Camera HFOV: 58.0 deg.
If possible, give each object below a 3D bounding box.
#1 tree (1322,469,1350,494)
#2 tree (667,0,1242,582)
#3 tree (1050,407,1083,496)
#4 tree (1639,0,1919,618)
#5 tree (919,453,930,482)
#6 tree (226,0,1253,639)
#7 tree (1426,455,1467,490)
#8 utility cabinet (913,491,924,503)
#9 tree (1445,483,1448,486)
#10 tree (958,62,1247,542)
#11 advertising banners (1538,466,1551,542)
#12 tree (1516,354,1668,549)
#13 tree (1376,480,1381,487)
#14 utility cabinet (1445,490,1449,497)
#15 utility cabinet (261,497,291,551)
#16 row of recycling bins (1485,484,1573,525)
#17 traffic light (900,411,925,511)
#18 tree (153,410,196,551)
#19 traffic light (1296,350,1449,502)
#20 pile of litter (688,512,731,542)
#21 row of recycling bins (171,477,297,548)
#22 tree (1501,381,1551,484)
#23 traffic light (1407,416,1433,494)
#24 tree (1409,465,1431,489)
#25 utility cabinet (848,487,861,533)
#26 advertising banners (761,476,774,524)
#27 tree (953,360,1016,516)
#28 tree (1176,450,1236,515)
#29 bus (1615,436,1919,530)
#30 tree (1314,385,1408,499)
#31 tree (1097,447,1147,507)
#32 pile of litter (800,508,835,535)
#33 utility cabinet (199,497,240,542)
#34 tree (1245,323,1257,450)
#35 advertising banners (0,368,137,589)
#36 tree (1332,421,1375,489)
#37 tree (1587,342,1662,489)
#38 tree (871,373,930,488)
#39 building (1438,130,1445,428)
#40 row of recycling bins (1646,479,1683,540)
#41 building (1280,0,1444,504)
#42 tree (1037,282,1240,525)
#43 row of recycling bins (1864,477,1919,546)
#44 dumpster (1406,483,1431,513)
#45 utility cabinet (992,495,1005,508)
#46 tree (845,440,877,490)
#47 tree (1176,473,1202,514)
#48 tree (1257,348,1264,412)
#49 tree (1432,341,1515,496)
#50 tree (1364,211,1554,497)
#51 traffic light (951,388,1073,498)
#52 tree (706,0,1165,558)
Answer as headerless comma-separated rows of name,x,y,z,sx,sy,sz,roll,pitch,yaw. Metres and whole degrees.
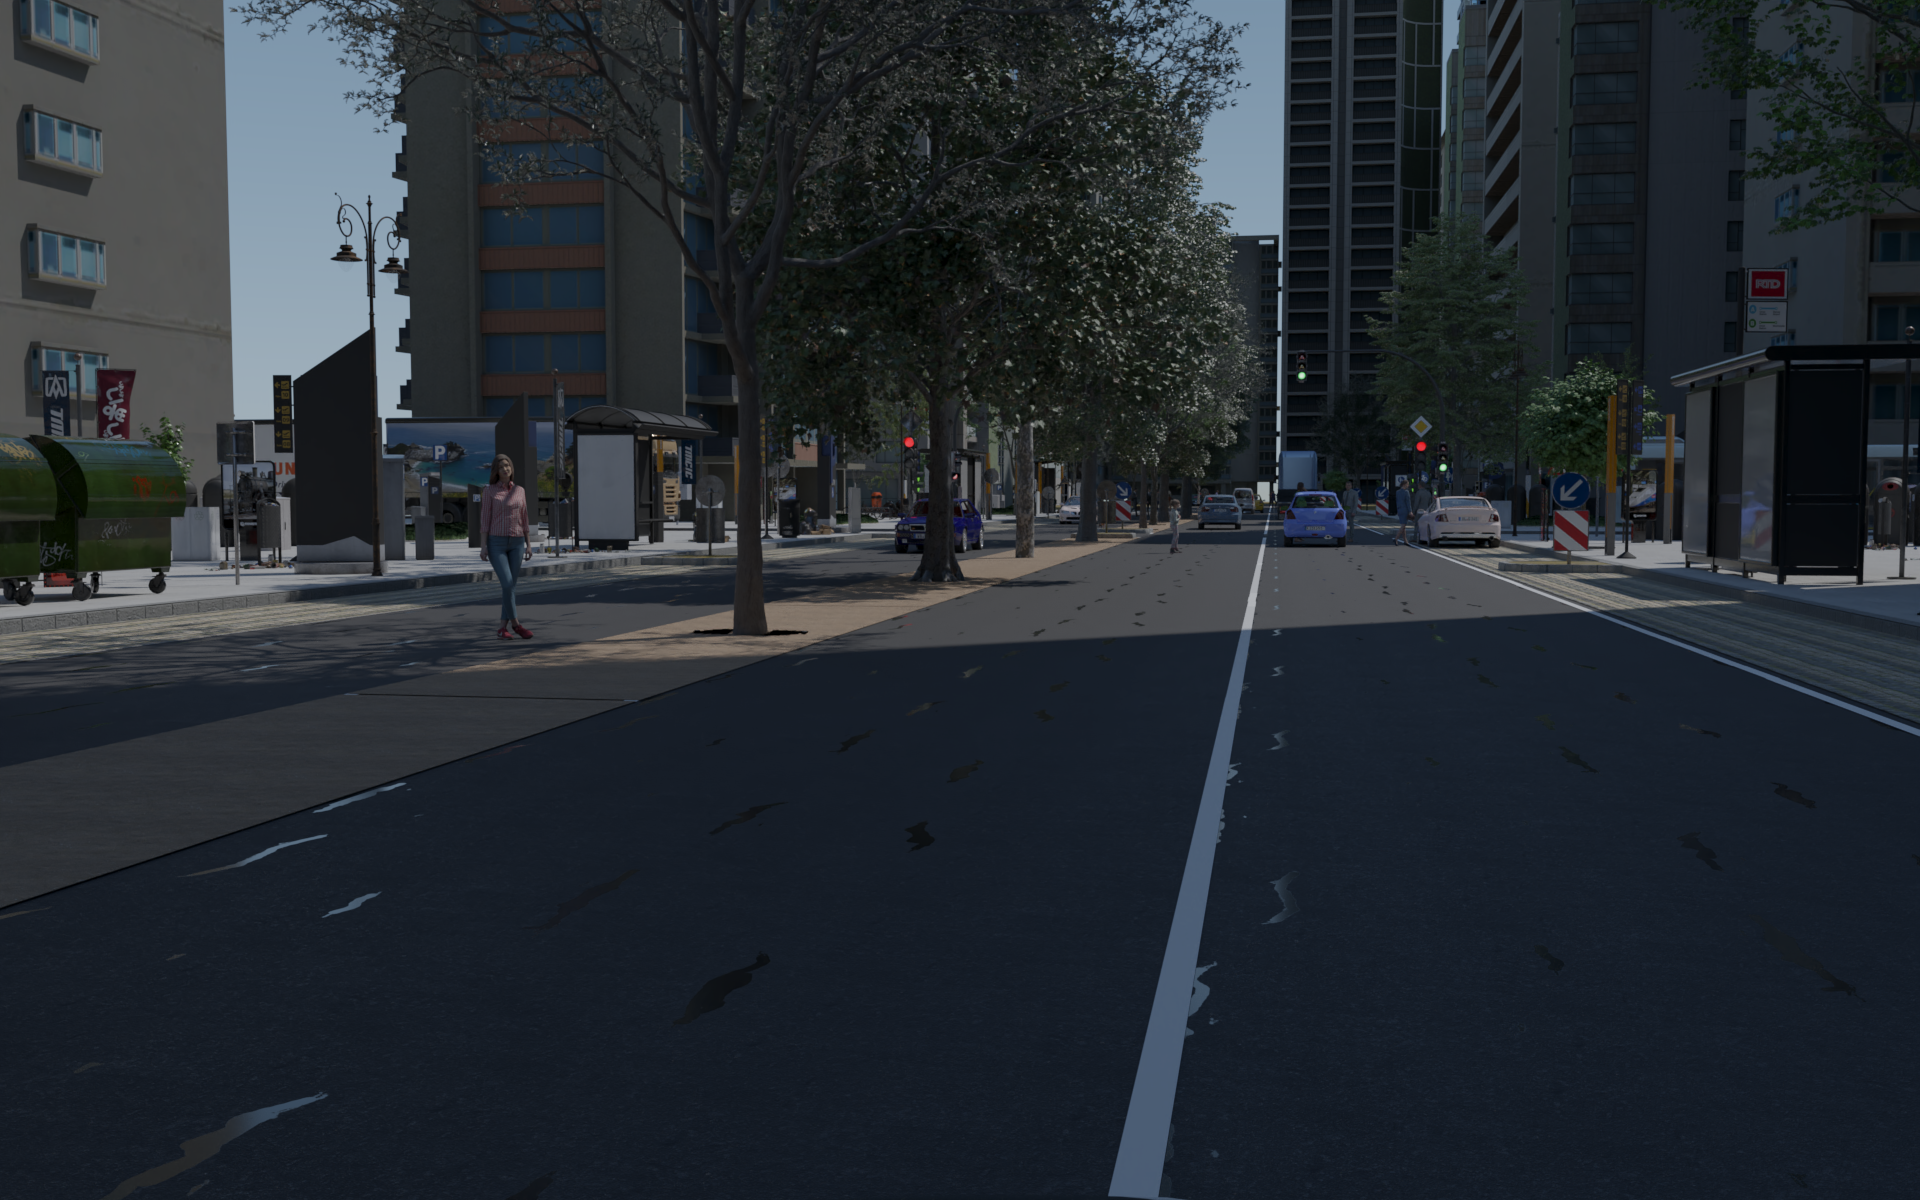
tree,44.465,-13.553,205.300,4.285,4.588,4.351,0,3,0
tree,-0.316,-6.650,28.189,9.611,12.733,9.660,0,3,0
tree,8.251,-10.910,128.736,4.360,8.622,3.978,0,3,0
tree,10.709,-5.611,17.489,9.928,11.665,9.643,0,3,0
tree,-1.469,-7.893,112.765,4.285,4.588,4.351,0,3,0
tree,-2.130,-6.375,17.061,12.009,13.543,11.850,0,3,0
tree,34.149,-8.512,122.892,4.285,4.588,4.351,0,3,0
utility cabinet,-2.590,-6.540,115.606,1.173,1.500,0.318,2,4,29
tree,32.287,-7.521,117.562,1.663,3.219,1.824,0,3,0
tree,3.823,-8.725,51.769,9.857,13.997,8.962,0,3,0
advertising banners,15.968,-3.130,47.371,0.090,3.025,2.074,1,4,11
tree,14.874,-3.501,40.949,4.285,4.588,4.351,0,3,0
tree,31.885,-8.263,129.698,1.663,3.219,1.824,0,3,0
utility cabinet,26.622,-5.269,94.830,0.318,1.500,1.173,-1,4,-20
utility cabinet,-15.579,-1.729,39.438,0.306,1.237,1.020,0,4,1
row of recycling bins,23.641,-3.970,72.023,3.534,1.692,1.069,2,4,27
traffic light,-1.598,-4.175,57.179,0.839,4.253,0.868,1,4,10
tree,-18.003,-2.745,39.489,1.663,3.219,1.824,0,3,0
traffic light,12.972,-4.878,54.425,4.771,5.953,1.251,1,4,10
pile of litter,-6.748,-1.994,46.568,1.176,0.858,1.719,0,4,-4
row of recycling bins,-17.533,-2.149,42.255,3.534,1.692,1.069,-1,4,-21
tree,36.733,-9.801,110.603,4.737,8.622,4.395,0,3,0
traffic light,16.469,-4.473,62.052,0.839,4.253,0.868,1,4,10
tree,26.658,-6.433,99.784,1.663,3.219,1.824,0,3,0
utility cabinet,-3.451,-2.946,56.841,0.318,1.500,1.173,-1,4,-10
advertising banners,-8.302,-4.755,73.936,0.090,3.025,2.074,1,4,12
tree,3.288,-10.815,102.581,9.928,11.665,9.643,0,3,0
tree,15.656,-12.110,118.587,7.486,12.596,7.792,0,3,0
bus,28.010,-3.690,55.186,13.247,3.499,2.948,1,4,11
tree,34.203,-13.040,147.615,8.767,10.594,7.601,1,4,21
tree,21.173,-16.232,199.800,7.601,10.594,8.767,3,5,42
pile of litter,-4.479,-2.495,54.761,1.176,0.858,1.719,2,4,35
utility cabinet,-19.679,-2.139,46.128,1.020,1.237,0.306,0,4,2
tree,10.501,-11.015,89.202,9.857,13.997,8.962,0,3,0
advertising banners,-12.396,-1.688,23.787,2.074,3.025,0.090,-3,4,-36
tree,35.989,-12.688,157.814,4.360,8.622,3.978,0,3,0
tree,32.185,-8.234,84.995,4.737,8.622,4.395,0,3,0
tree,-2.097,-7.351,70.544,4.737,8.622,4.395,0,3,0
building,78.896,-39.418,233.718,27.495,52.752,28.713,1,4,10
row of recycling bins,20.150,-2.492,47.852,1.069,1.692,3.534,-2,4,-34
building,53.951,-48.639,233.507,20.611,71.187,20.563,1,4,10
tree,8.981,-9.233,79.166,9.928,11.665,9.643,0,3,0
row of recycling bins,22.774,-2.216,43.343,3.534,1.692,1.069,2,4,26
dumpster,23.209,-5.007,87.628,1.264,1.857,1.865,1,4,10
utility cabinet,2.922,-7.157,128.182,0.306,1.237,1.020,2,4,35
tree,-7.025,-10.092,115.366,4.360,8.622,3.978,0,3,0
tree,17.246,-10.533,125.036,4.360,8.622,3.978,0,3,0
tree,13.024,-11.677,100.023,9.857,13.997,8.962,0,3,0
tree,23.248,-7.901,79.551,4.360,8.622,3.978,0,3,0
tree,19.835,-9.307,70.293,7.486,12.596,7.792,0,3,0
traffic light,1.898,-5.507,64.699,4.771,5.953,1.251,1,4,10
tree,0.408,-11.062,39.202,12.611,20.169,13.585,0,3,0
